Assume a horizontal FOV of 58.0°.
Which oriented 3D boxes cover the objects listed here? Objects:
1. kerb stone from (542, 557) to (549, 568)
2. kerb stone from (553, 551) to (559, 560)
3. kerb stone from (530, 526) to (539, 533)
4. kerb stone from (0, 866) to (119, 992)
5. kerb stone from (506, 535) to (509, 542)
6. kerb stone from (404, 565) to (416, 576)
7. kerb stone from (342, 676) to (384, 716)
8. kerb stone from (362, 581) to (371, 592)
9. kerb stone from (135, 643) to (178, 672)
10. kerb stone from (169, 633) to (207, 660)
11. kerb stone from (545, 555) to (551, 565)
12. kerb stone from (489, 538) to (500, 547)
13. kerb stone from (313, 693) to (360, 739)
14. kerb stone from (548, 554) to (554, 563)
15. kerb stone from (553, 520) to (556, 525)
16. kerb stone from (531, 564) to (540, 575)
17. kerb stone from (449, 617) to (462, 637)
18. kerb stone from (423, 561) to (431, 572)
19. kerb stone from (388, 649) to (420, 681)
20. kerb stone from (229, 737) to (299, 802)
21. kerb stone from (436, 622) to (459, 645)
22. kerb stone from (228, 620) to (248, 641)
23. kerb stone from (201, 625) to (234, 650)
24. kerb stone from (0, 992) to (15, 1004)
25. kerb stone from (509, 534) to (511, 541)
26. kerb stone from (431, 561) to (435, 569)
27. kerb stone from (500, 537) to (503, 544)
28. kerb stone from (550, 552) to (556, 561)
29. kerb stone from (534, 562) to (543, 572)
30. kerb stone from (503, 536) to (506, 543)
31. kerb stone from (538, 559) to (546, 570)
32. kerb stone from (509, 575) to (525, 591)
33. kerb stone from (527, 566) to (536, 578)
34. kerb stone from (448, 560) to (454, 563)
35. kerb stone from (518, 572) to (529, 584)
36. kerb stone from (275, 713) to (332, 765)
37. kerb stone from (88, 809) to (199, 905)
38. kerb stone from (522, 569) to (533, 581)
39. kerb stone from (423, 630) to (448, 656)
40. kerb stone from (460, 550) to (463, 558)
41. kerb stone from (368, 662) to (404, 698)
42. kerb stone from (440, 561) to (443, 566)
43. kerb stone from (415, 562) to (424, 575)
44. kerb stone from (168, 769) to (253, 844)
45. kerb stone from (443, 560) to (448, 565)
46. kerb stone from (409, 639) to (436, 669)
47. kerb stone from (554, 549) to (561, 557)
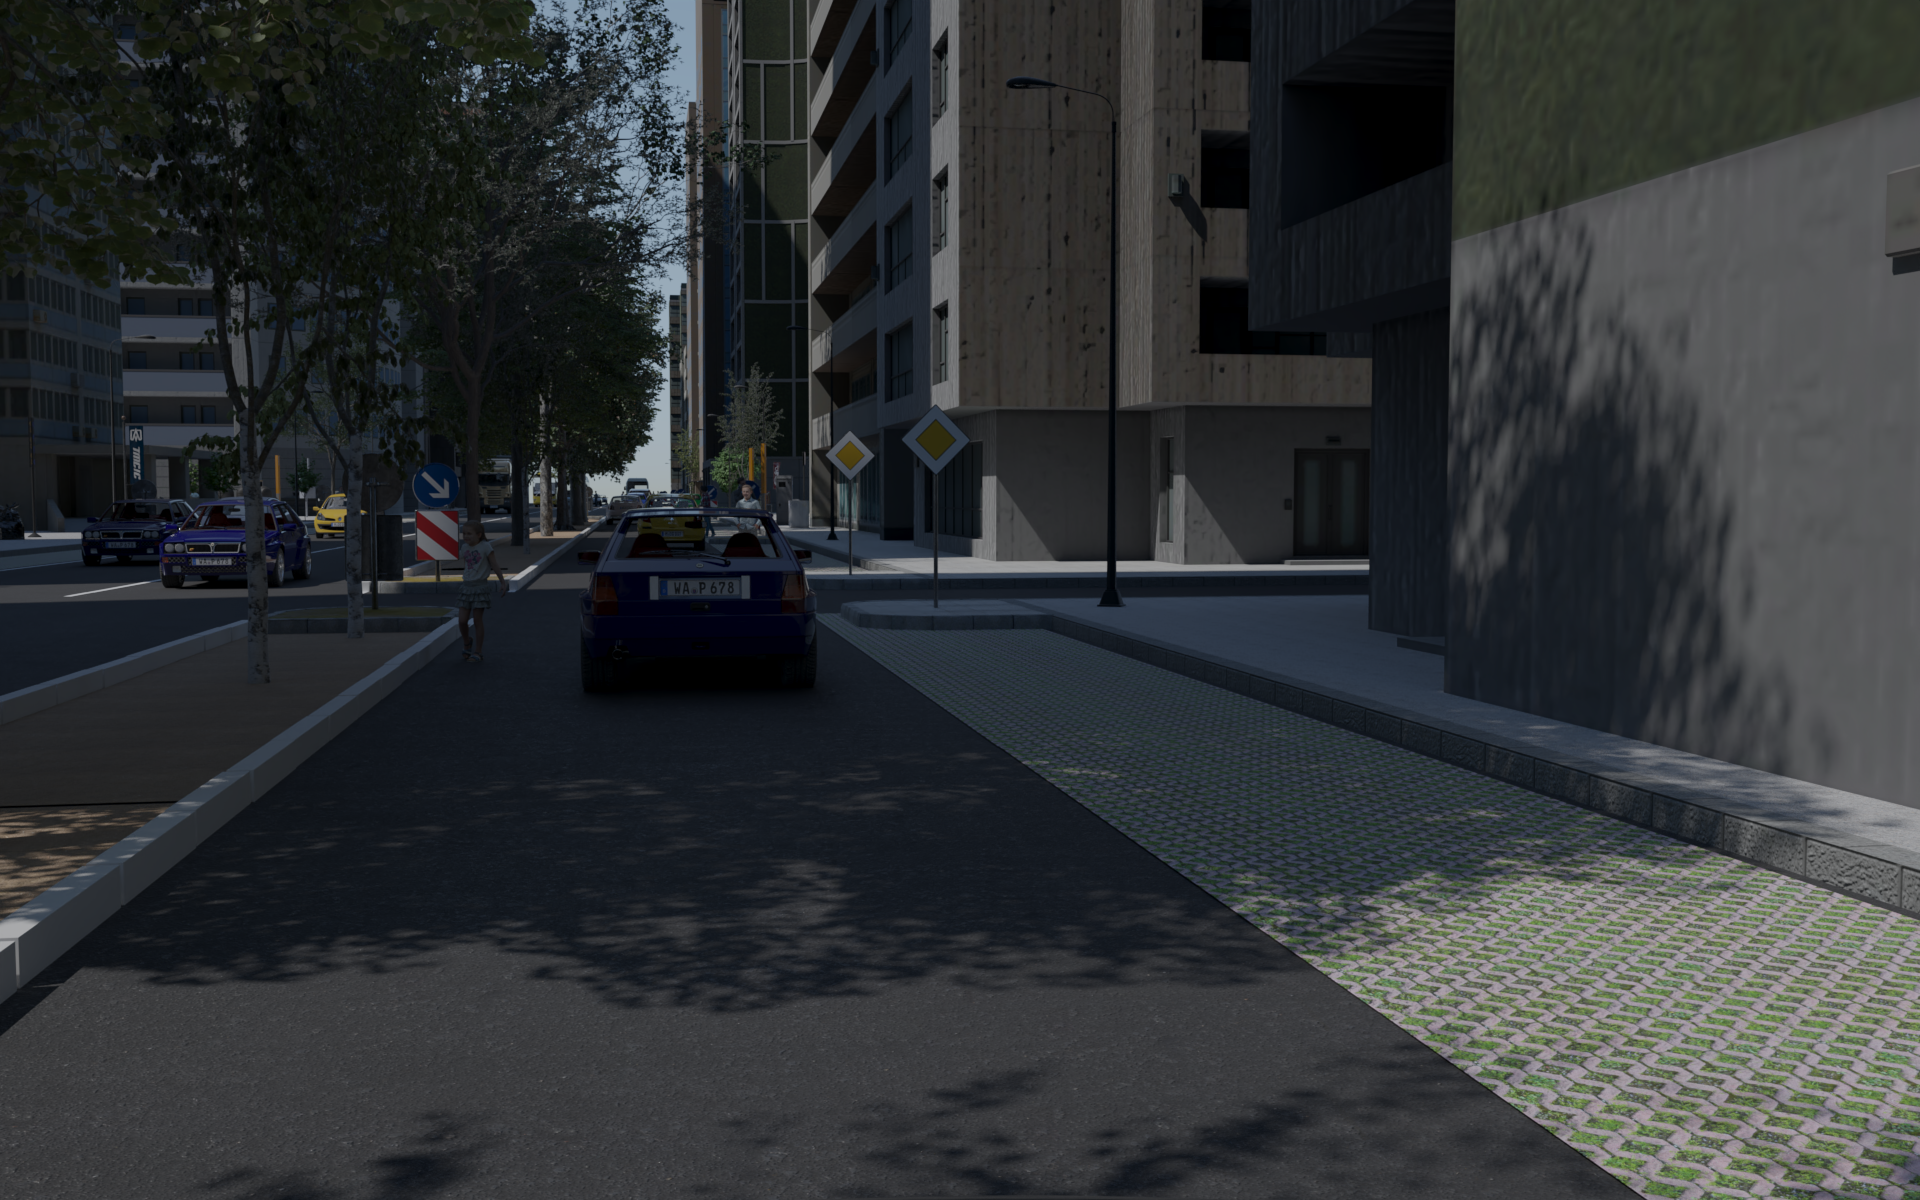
[{"bbox_3d":[-8.026,-0.676,33.252,0.120,0.150,1.000,-1,4,-10],"label":"kerb stone"},{"bbox_3d":[-8.778,-0.916,37.276,0.120,0.150,1.000,-1,4,-10],"label":"kerb stone"},{"bbox_3d":[-16.270,-2.686,66.110,0.120,0.150,1.000,-1,4,-10],"label":"kerb stone"},{"bbox_3d":[-2.874,1.022,5.493,0.120,0.150,1.000,-1,4,-10],"label":"kerb stone"},{"bbox_3d":[-13.460,-1.761,50.985,0.120,0.150,1.000,-1,4,-10],"label":"kerb stone"},{"bbox_3d":[-9.539,-0.463,29.848,0.120,0.150,1.000,-1,4,-10],"label":"kerb stone"},{"bbox_3d":[-3.999,0.651,11.556,0.120,0.150,1.000,-1,4,-10],"label":"kerb stone"},{"bbox_3d":[-8.788,-0.216,25.795,0.120,0.150,1.000,-1,4,-10],"label":"kerb stone"},{"bbox_3d":[-6.627,0.489,14.194,0.120,0.150,1.000,-1,4,-10],"label":"kerb stone"},{"bbox_3d":[-6.820,0.429,15.197,0.120,0.150,1.000,-1,4,-10],"label":"kerb stone"},{"bbox_3d":[-8.223,-0.738,34.258,0.120,0.150,1.000,-1,4,-10],"label":"kerb stone"},{"bbox_3d":[-12.905,-1.576,47.968,0.120,0.150,1.000,-1,4,-10],"label":"kerb stone"},{"bbox_3d":[-3.811,0.715,10.547,0.120,0.150,1.000,-1,4,-10],"label":"kerb stone"},{"bbox_3d":[-8.405,-0.799,35.266,0.120,0.150,1.000,-1,4,-10],"label":"kerb stone"},{"bbox_3d":[-19.842,-3.858,85.277,0.120,0.150,1.000,-1,4,-10],"label":"kerb stone"},{"bbox_3d":[-7.470,-0.491,30.227,0.120,0.150,1.000,-1,4,-10],"label":"kerb stone"},{"bbox_3d":[-5.119,0.286,17.595,0.120,0.150,1.000,-1,4,-10],"label":"kerb stone"},{"bbox_3d":[-9.902,-0.591,31.859,0.120,0.150,1.000,-1,4,-10],"label":"kerb stone"},{"bbox_3d":[-4.378,0.528,13.569,0.120,0.150,1.000,-1,4,-10],"label":"kerb stone"},{"bbox_3d":[-3.435,0.835,8.537,0.120,0.150,1.000,-1,4,-10],"label":"kerb stone"},{"bbox_3d":[-4.939,0.343,16.588,0.120,0.150,1.000,-1,4,-10],"label":"kerb stone"},{"bbox_3d":[-7.181,0.309,17.213,0.120,0.150,1.000,-1,4,-10],"label":"kerb stone"},{"bbox_3d":[-6.999,0.366,16.204,0.120,0.150,1.000,-1,4,-10],"label":"kerb stone"},{"bbox_3d":[-2.687,1.087,4.488,0.120,0.150,1.000,-1,4,-10],"label":"kerb stone"},{"bbox_3d":[-13.655,-1.820,51.998,0.120,0.150,1.000,-1,4,-10],"label":"kerb stone"},{"bbox_3d":[-10.091,-0.652,32.864,0.120,0.150,1.000,-1,4,-10],"label":"kerb stone"},{"bbox_3d":[-13.087,-1.638,48.974,0.120,0.150,1.000,-1,4,-10],"label":"kerb stone"},{"bbox_3d":[-8.594,-0.861,36.270,0.120,0.150,1.000,-1,4,-10],"label":"kerb stone"},{"bbox_3d":[-7.658,-0.553,31.232,0.120,0.150,1.000,-1,4,-10],"label":"kerb stone"},{"bbox_3d":[-13.280,-1.699,49.979,0.120,0.150,1.000,-1,4,-10],"label":"kerb stone"},{"bbox_3d":[-7.846,-0.614,32.237,0.120,0.150,1.000,-1,4,-10],"label":"kerb stone"},{"bbox_3d":[-6.719,-0.245,26.194,0.120,0.150,1.000,-1,4,-10],"label":"kerb stone"},{"bbox_3d":[-7.283,-0.427,29.220,0.120,0.150,1.000,-1,4,-10],"label":"kerb stone"},{"bbox_3d":[-10.651,-0.837,35.885,0.120,0.150,1.000,-1,4,-10],"label":"kerb stone"},{"bbox_3d":[-6.908,-0.304,27.202,0.120,0.150,1.000,-1,4,-10],"label":"kerb stone"},{"bbox_3d":[-3.627,0.776,9.541,0.120,0.150,1.000,-1,4,-10],"label":"kerb stone"},{"bbox_3d":[-3.061,0.959,6.509,0.120,0.150,1.000,-1,4,-10],"label":"kerb stone"},{"bbox_3d":[-7.097,-0.368,28.215,0.120,0.150,1.000,-1,4,-10],"label":"kerb stone"},{"bbox_3d":[-4.746,0.404,15.583,0.120,0.150,1.000,-1,4,-10],"label":"kerb stone"},{"bbox_3d":[-11.033,-0.960,37.896,0.120,0.150,1.000,-1,4,-10],"label":"kerb stone"},{"bbox_3d":[-4.182,0.591,12.562,0.120,0.150,1.000,-1,4,-10],"label":"kerb stone"},{"bbox_3d":[-10.281,-0.712,33.871,0.120,0.150,1.000,-1,4,-10],"label":"kerb stone"},{"bbox_3d":[-9.712,-0.530,30.855,0.120,0.150,1.000,-1,4,-10],"label":"kerb stone"},{"bbox_3d":[-3.254,0.898,7.520,0.120,0.150,1.000,-1,4,-10],"label":"kerb stone"},{"bbox_3d":[-10.469,-0.776,34.875,0.120,0.150,1.000,-1,4,-10],"label":"kerb stone"},{"bbox_3d":[-4.554,0.467,14.576,0.120,0.150,1.000,-1,4,-10],"label":"kerb stone"},{"bbox_3d":[-8.960,-0.984,38.281,0.120,0.150,1.000,-1,4,-10],"label":"kerb stone"}]
